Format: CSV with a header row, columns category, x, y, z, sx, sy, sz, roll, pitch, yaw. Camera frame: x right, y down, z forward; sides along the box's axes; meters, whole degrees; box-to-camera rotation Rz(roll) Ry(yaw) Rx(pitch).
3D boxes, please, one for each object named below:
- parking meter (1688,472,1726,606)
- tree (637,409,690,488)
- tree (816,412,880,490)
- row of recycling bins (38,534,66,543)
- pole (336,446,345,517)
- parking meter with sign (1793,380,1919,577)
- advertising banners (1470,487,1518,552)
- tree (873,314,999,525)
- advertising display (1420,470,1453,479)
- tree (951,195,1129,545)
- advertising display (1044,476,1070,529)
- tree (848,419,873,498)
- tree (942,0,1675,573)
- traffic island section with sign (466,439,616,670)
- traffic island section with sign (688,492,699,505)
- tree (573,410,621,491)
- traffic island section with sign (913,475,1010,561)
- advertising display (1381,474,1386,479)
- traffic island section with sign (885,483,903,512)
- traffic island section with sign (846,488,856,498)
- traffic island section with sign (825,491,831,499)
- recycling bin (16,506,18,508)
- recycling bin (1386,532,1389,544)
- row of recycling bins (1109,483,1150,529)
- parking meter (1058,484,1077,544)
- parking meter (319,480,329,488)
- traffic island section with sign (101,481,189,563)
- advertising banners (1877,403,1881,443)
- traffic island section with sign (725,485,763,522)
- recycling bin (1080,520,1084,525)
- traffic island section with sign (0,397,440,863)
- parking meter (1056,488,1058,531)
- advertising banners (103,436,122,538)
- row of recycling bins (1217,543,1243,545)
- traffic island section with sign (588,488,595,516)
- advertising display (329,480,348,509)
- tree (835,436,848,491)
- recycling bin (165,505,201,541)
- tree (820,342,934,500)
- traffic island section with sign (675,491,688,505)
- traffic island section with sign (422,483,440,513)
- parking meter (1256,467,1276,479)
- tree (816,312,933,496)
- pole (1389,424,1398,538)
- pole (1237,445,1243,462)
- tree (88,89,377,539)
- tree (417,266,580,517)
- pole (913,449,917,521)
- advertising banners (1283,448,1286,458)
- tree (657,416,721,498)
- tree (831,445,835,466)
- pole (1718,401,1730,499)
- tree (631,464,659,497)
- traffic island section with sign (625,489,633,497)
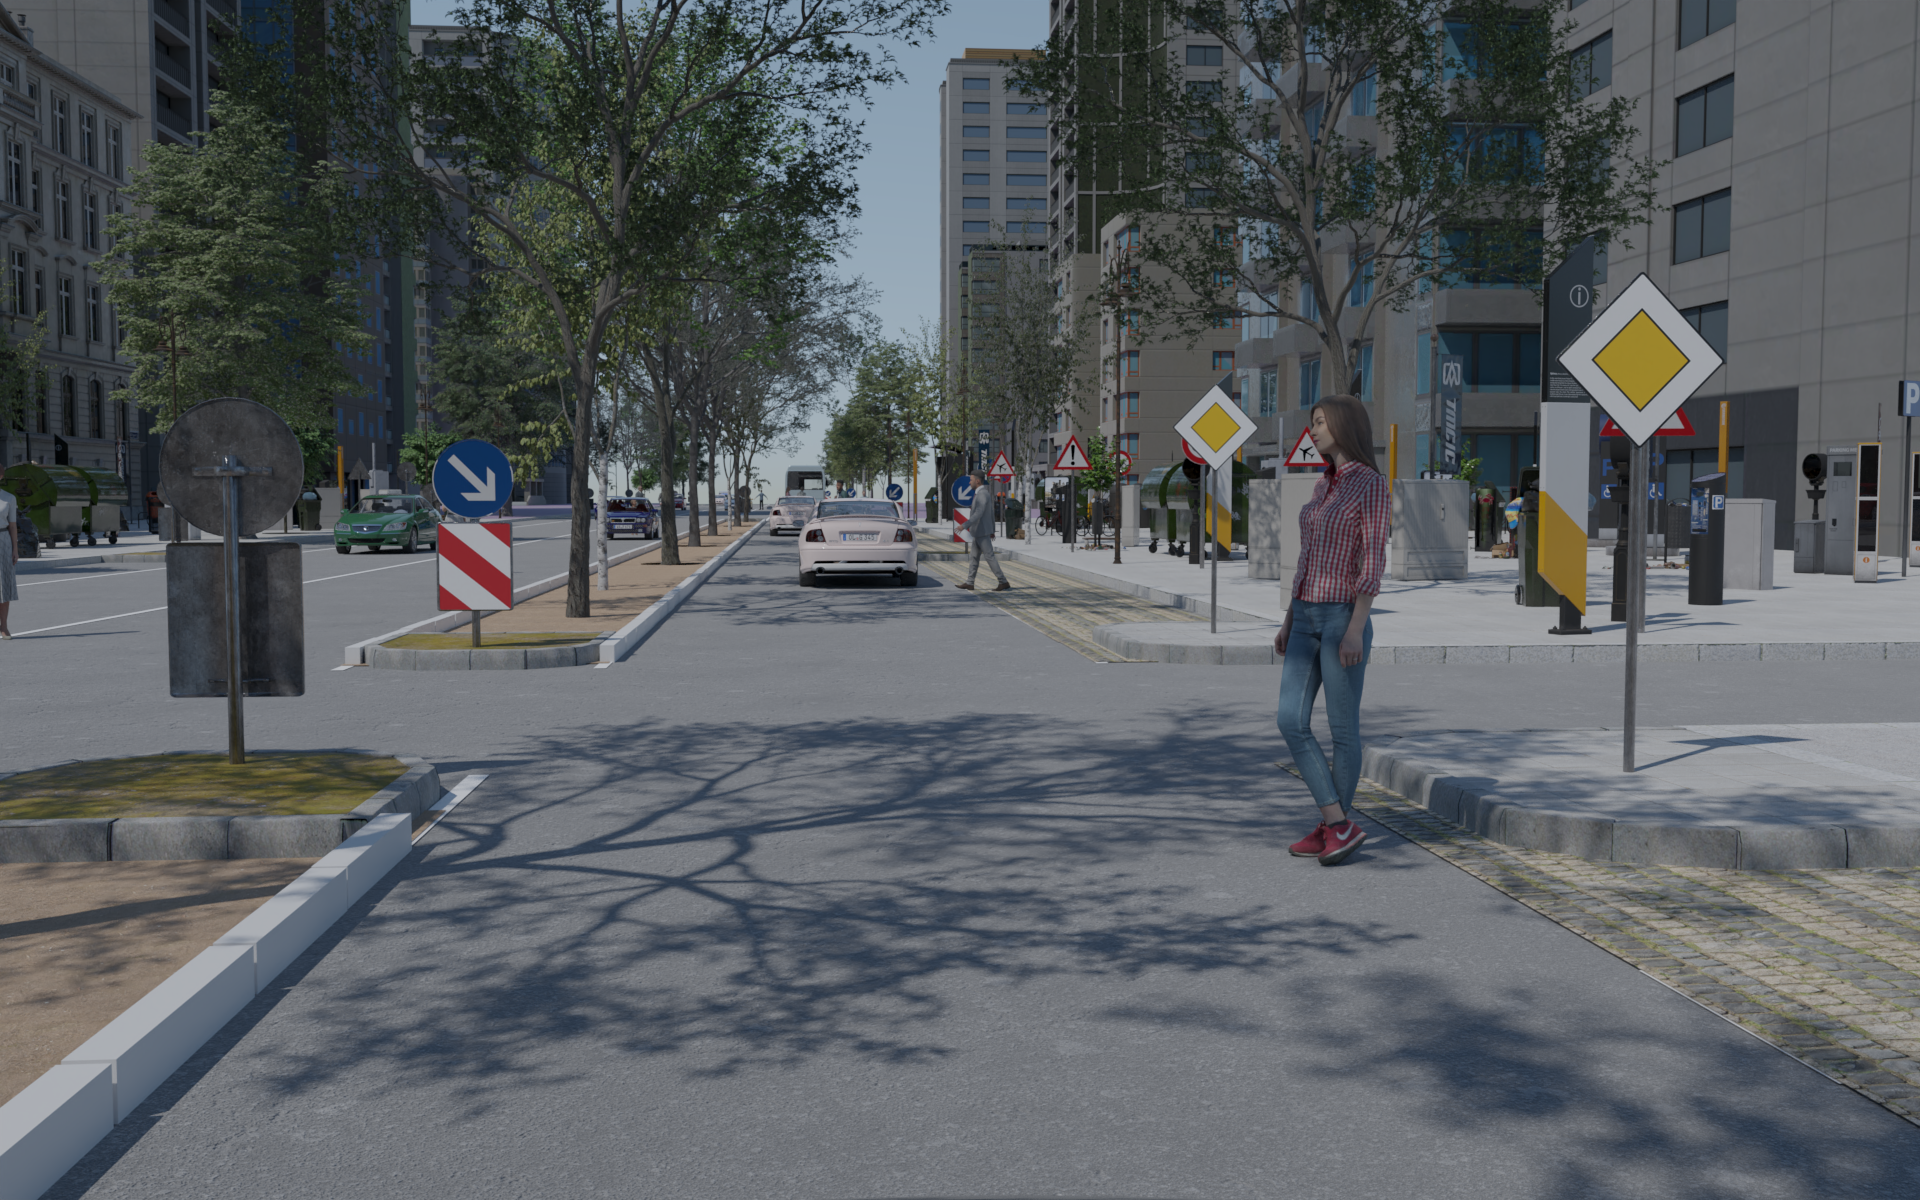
category,x,y,z,sx,sy,sz,roll,pitch,yaw
parking meter,8.646,-0.712,20.045,0.372,1.533,0.369,0,3,0
tree,-36.107,-17.958,211.733,7.486,12.596,7.792,0,3,0
tree,-15.595,-19.754,239.981,9.611,12.733,9.660,0,3,0
row of recycling bins,-24.718,-2.324,45.107,1.069,1.692,3.534,1,4,14
pole,-26.379,-4.893,73.849,0.158,3.312,0.155,0,3,0
parking meter with sign,14.129,-1.904,27.384,0.543,3.016,1.738,-2,4,-35
advertising banners,12.309,-2.560,38.039,2.074,3.025,0.090,2,4,25
tree,-0.702,-7.375,70.940,4.737,8.622,4.395,0,3,0
advertising display,12.938,-2.558,47.032,0.974,1.923,0.123,-1,4,-20
tree,1.933,-5.714,43.790,4.360,8.622,3.978,0,3,0
advertising display,3.520,-3.518,62.733,0.974,1.923,0.123,2,4,25
tree,-6.331,-11.743,142.365,4.737,8.622,4.395,0,3,0
tree,4.950,-5.351,21.903,8.767,10.594,7.601,-1,4,-14
traffic island section with sign,-4.089,-0.421,15.014,2.006,1.907,1.989,0,4,-5
traffic island section with sign,-34.582,-13.082,222.518,1.989,1.847,2.006,0,4,-5
tree,-30.038,-11.863,144.319,4.360,8.622,3.978,0,3,0
traffic island section with sign,-0.027,-1.773,37.617,1.989,1.847,2.006,0,4,-5
advertising display,13.573,-3.111,56.073,0.123,1.923,0.974,2,4,32
traffic island section with sign,-2.601,-3.438,64.840,1.989,1.847,2.006,0,4,-5
traffic island section with sign,-7.355,-6.511,115.085,1.989,1.847,2.006,0,4,-5
traffic island section with sign,-9.898,-8.152,141.920,1.989,1.847,2.006,0,4,-5
recycling bin,-20.902,-1.525,37.490,0.722,1.027,0.722,0,4,-5
recycling bin,10.555,-1.959,44.579,0.722,1.027,0.722,-3,5,-41
row of recycling bins,7.077,-3.562,65.346,3.534,1.692,1.069,-2,4,-34
parking meter,2.845,-2.238,44.997,0.372,1.533,0.369,0,3,0
parking meter,-26.389,-4.051,71.941,0.255,1.863,0.399,1,4,13
traffic island section with sign,-17.039,-1.744,37.145,1.989,1.847,2.006,0,4,-5
advertising banners,17.311,-2.238,32.783,0.090,3.025,2.074,2,4,32
traffic island section with sign,-11.180,-4.996,89.818,2.006,1.907,1.989,0,4,-5
recycling bin,4.575,-3.487,69.559,0.722,1.027,0.722,3,5,43
traffic island section with sign,-3.400,0.030,7.639,2.006,1.907,1.989,0,4,-5
parking meter,3.400,-3.041,58.127,0.372,1.533,0.369,0,3,0
advertising banners,-25.091,-3.372,51.328,0.090,3.025,2.074,-1,4,-10
row of recycling bins,8.092,-2.226,43.505,3.534,1.692,1.069,1,4,13
traffic island section with sign,-24.236,-6.398,113.238,1.989,1.847,2.006,0,4,-5
advertising display,-28.241,-4.480,78.467,0.974,1.923,0.123,-2,4,-31
tree,-7.411,-12.065,147.626,4.737,8.622,4.395,0,3,0
recycling bin,-21.567,-2.173,48.078,0.722,1.027,0.722,0,4,-3
tree,-5.518,-12.920,129.364,7.486,12.596,7.792,0,3,0
traffic island section with sign,-31.891,-11.349,194.188,1.989,1.847,2.006,0,4,-5
traffic island section with sign,-19.567,-3.386,63.982,1.989,1.847,2.006,0,4,-5
parking meter,6.495,-1.907,36.890,0.399,1.863,0.255,-1,4,-22
tree,-8.834,-19.664,177.402,12.611,20.169,13.585,0,3,0
pole,12.620,-3.463,50.460,0.158,3.312,0.155,0,3,0
pole,10.509,-4.360,65.123,0.158,3.312,0.155,0,3,0
tree,-20.276,-7.988,48.735,7.486,12.596,7.792,0,3,0
tree,-25.772,-11.709,98.101,9.857,13.997,8.962,0,3,0
pole,-2.018,-5.154,78.112,0.158,3.312,0.155,0,3,0
advertising banners,12.194,-4.263,65.886,0.090,3.025,2.074,1,4,22
tree,-38.815,-19.933,242.904,9.611,12.733,9.660,0,3,0
tree,-12.410,-14.924,194.373,4.737,8.622,4.395,0,3,0
pole,16.834,-2.713,38.206,0.158,3.312,0.155,0,3,0
tree,-34.022,-12.411,186.634,4.285,4.588,4.351,0,3,0
traffic island section with sign,-26.836,-8.077,140.690,1.989,1.847,2.006,0,4,-5
